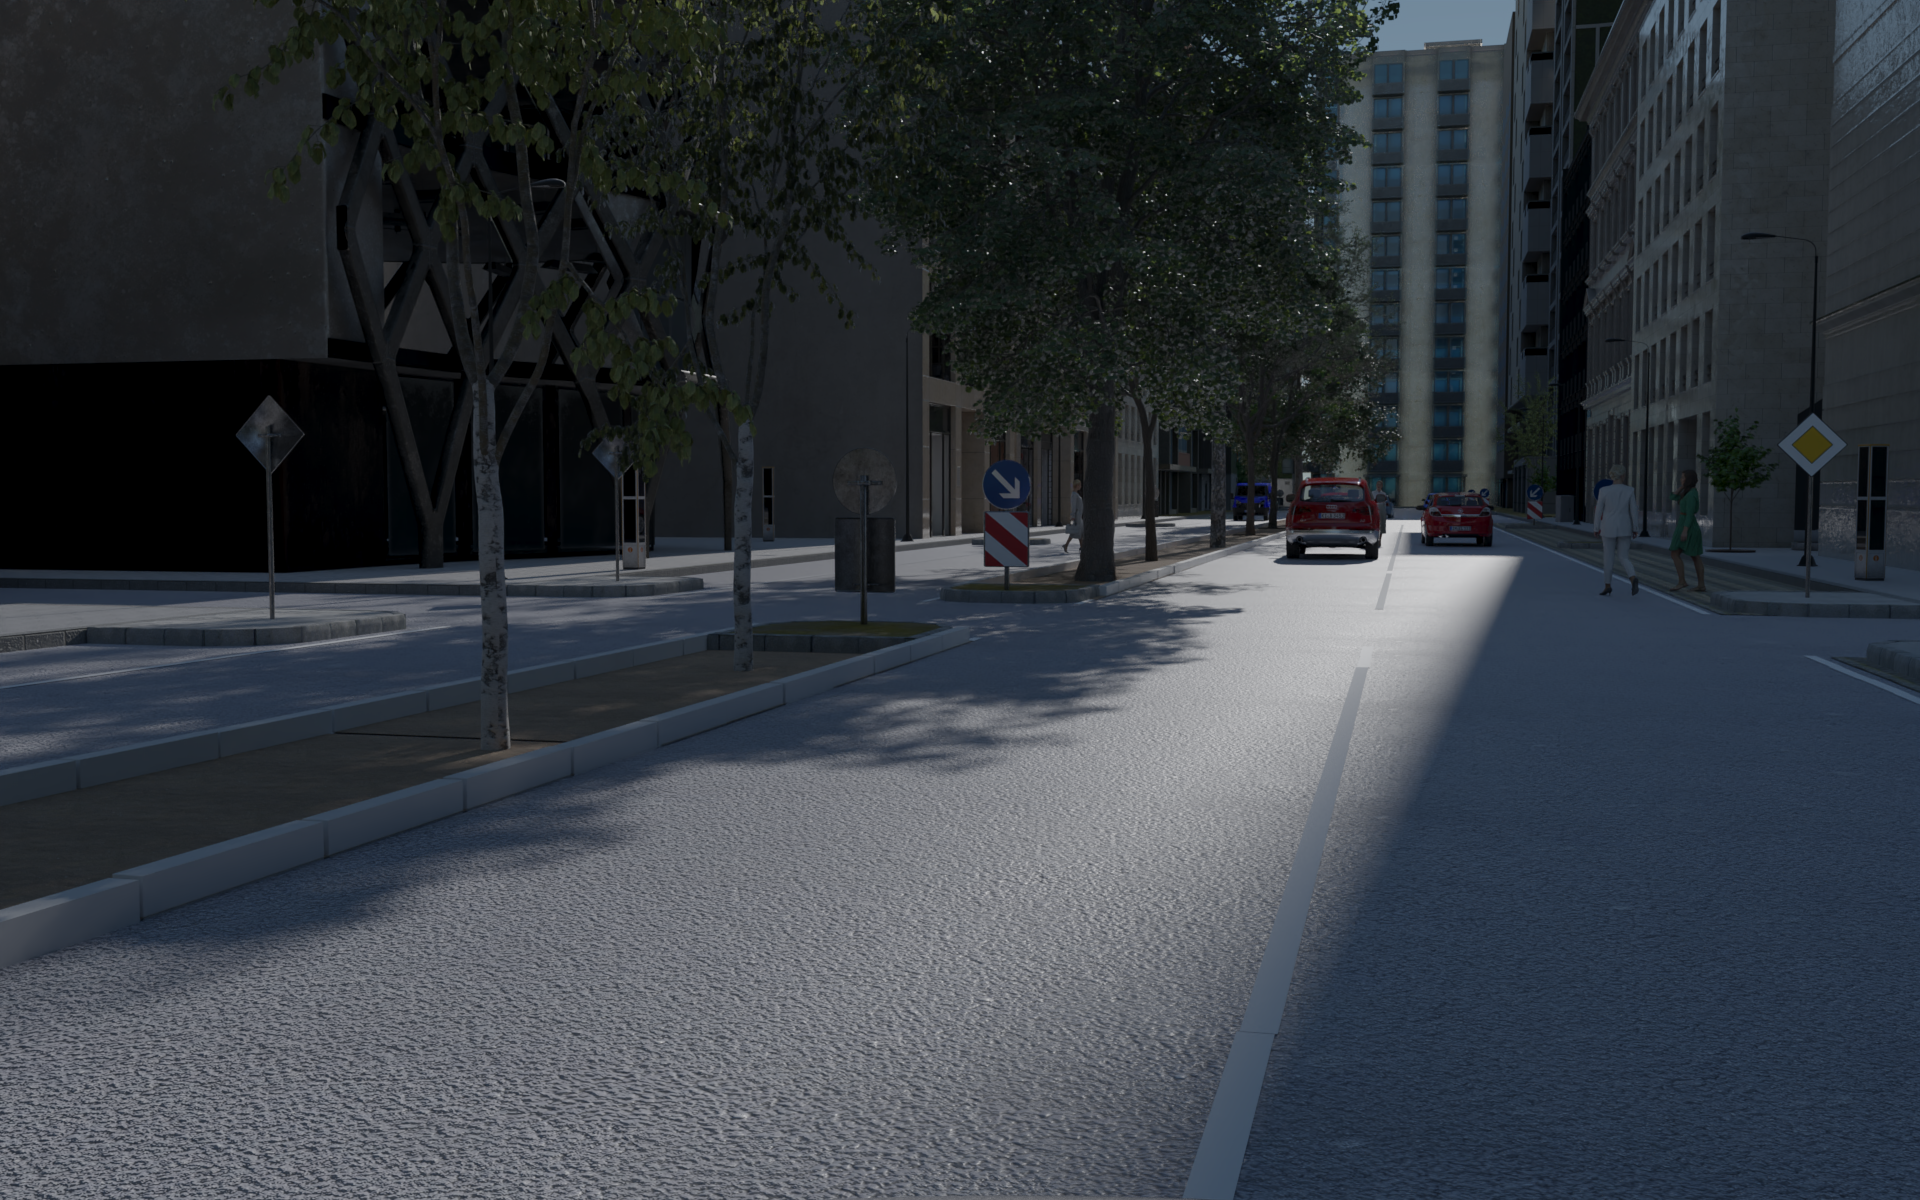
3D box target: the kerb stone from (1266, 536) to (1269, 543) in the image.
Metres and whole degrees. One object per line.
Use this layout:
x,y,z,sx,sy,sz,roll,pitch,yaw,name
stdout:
8.840,-1.729,50.495,0.120,0.150,1.000,1,4,15,kerb stone

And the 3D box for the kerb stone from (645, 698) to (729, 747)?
-1.635,0.728,10.293,0.120,0.150,1.000,1,4,15,kerb stone

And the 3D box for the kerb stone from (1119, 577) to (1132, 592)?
2.377,-0.214,25.702,0.120,0.150,1.000,1,4,15,kerb stone

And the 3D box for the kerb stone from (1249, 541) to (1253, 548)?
7.537,-1.426,45.533,0.120,0.150,1.000,1,4,15,kerb stone

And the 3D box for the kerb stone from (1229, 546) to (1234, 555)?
6.256,-1.123,40.574,0.120,0.150,1.000,1,4,15,kerb stone

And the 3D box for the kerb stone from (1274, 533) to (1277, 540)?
9.611,-1.913,53.472,0.120,0.150,1.000,1,4,15,kerb stone

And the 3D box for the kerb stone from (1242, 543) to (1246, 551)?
7.031,-1.306,43.542,0.120,0.150,1.000,1,4,15,kerb stone

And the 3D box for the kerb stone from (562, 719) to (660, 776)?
-1.894,0.792,9.305,0.120,0.150,1.000,1,4,15,kerb stone

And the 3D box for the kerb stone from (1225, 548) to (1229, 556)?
5.990,-1.064,39.586,0.120,0.150,1.000,1,4,15,kerb stone

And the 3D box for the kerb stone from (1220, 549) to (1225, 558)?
5.736,-1.003,38.596,0.120,0.150,1.000,1,4,15,kerb stone

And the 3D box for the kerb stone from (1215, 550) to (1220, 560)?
5.480,-0.943,37.606,0.120,0.150,1.000,1,4,15,kerb stone

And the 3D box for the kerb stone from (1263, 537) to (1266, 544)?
8.581,-1.666,49.506,0.120,0.150,1.000,1,4,15,kerb stone

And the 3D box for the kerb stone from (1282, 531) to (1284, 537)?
10.387,-2.095,56.455,0.120,0.150,1.000,1,4,15,kerb stone

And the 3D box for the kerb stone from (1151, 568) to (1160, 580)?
3.143,-0.397,28.685,0.120,0.150,1.000,1,4,15,kerb stone

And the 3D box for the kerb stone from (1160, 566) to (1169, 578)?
3.408,-0.455,29.672,0.120,0.150,1.000,1,4,15,kerb stone

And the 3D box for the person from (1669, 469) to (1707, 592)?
10.617,-1.007,25.213,0.529,1.795,0.600,1,4,14,person

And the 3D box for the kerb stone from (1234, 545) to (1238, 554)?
6.512,-1.184,41.564,0.120,0.150,1.000,1,4,15,kerb stone

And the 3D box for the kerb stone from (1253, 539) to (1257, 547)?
7.802,-1.488,46.526,0.120,0.150,1.000,1,4,15,kerb stone

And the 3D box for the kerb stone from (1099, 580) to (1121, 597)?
2.118,-0.150,24.705,0.120,0.150,1.000,1,4,15,kerb stone

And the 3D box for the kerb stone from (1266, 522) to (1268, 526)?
13.279,-3.282,75.870,0.120,0.150,1.000,1,4,15,kerb stone

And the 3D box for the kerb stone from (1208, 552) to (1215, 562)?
5.218,-0.882,36.611,0.120,0.150,1.000,1,4,15,kerb stone

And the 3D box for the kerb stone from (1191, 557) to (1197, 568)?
4.442,-0.696,33.634,0.120,0.150,1.000,1,4,15,kerb stone

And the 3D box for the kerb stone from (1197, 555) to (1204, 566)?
4.700,-0.761,34.633,0.120,0.150,1.000,1,4,15,kerb stone

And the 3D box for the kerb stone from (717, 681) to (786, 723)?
-1.386,0.671,11.288,0.120,0.150,1.000,1,4,15,kerb stone

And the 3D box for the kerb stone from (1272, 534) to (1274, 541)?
9.353,-1.846,52.475,0.120,0.150,1.000,1,4,15,kerb stone

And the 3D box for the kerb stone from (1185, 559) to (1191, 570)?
4.183,-0.639,32.645,0.120,0.150,1.000,1,4,15,kerb stone

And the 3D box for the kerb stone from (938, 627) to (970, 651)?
-0.092,0.365,16.235,0.120,0.150,1.000,1,4,15,kerb stone

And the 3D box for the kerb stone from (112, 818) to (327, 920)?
-2.677,0.971,6.316,0.120,0.150,1.000,1,4,15,kerb stone

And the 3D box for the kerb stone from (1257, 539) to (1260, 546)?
8.059,-1.544,47.519,0.120,0.150,1.000,1,4,15,kerb stone

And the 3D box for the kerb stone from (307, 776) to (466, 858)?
-2.418,0.912,7.316,0.120,0.150,1.000,1,4,15,kerb stone

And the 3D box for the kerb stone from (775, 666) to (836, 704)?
-1.118,0.607,12.275,0.120,0.150,1.000,1,4,15,kerb stone

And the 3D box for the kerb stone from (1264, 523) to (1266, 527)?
13.021,-3.222,74.875,0.120,0.150,1.000,1,4,15,kerb stone

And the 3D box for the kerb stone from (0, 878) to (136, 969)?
-2.928,1.039,5.325,0.120,0.150,1.000,1,4,15,kerb stone

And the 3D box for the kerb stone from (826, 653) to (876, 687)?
-0.868,0.548,13.267,0.120,0.150,1.000,1,4,15,kerb stone

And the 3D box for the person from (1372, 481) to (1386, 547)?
11.385,-2.353,47.193,0.478,1.798,0.641,1,4,16,person

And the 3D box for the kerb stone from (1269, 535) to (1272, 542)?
9.093,-1.790,51.486,0.120,0.150,1.000,1,4,15,kerb stone

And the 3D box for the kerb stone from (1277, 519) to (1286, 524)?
16.122,-3.951,86.790,0.120,0.150,1.000,1,4,15,kerb stone

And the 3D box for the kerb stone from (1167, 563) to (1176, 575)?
3.662,-0.518,30.668,0.120,0.150,1.000,1,4,15,kerb stone

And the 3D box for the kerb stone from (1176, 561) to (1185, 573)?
3.936,-0.576,31.653,0.120,0.150,1.000,1,4,15,kerb stone

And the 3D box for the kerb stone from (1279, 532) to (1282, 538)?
10.126,-2.033,55.463,0.120,0.150,1.000,1,4,15,kerb stone

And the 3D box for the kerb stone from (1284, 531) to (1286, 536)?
10.645,-2.151,57.447,0.120,0.150,1.000,1,4,15,kerb stone

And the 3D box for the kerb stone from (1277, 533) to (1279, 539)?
9.868,-1.973,54.462,0.120,0.150,1.000,1,4,15,kerb stone

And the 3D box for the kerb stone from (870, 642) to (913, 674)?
-0.607,0.486,14.255,0.120,0.150,1.000,1,4,15,kerb stone

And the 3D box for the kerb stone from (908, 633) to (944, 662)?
-0.348,0.427,15.246,0.120,0.150,1.000,1,4,15,kerb stone

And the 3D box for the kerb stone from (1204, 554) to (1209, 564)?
4.957,-0.818,35.623,0.120,0.150,1.000,1,4,15,kerb stone

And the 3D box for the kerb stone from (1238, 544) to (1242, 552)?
6.767,-1.245,42.554,0.120,0.150,1.000,1,4,15,kerb stone

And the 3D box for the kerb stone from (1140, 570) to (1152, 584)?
2.900,-0.336,27.687,0.120,0.150,1.000,1,4,15,kerb stone

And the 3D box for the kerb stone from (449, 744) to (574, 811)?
-2.157,0.849,8.314,0.120,0.150,1.000,1,4,15,kerb stone

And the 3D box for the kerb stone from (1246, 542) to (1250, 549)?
7.283,-1.362,44.533,0.120,0.150,1.000,1,4,15,kerb stone

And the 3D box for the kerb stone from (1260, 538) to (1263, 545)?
8.316,-1.609,48.508,0.120,0.150,1.000,1,4,15,kerb stone

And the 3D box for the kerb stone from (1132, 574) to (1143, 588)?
2.640,-0.266,26.698,0.120,0.150,1.000,1,4,15,kerb stone
